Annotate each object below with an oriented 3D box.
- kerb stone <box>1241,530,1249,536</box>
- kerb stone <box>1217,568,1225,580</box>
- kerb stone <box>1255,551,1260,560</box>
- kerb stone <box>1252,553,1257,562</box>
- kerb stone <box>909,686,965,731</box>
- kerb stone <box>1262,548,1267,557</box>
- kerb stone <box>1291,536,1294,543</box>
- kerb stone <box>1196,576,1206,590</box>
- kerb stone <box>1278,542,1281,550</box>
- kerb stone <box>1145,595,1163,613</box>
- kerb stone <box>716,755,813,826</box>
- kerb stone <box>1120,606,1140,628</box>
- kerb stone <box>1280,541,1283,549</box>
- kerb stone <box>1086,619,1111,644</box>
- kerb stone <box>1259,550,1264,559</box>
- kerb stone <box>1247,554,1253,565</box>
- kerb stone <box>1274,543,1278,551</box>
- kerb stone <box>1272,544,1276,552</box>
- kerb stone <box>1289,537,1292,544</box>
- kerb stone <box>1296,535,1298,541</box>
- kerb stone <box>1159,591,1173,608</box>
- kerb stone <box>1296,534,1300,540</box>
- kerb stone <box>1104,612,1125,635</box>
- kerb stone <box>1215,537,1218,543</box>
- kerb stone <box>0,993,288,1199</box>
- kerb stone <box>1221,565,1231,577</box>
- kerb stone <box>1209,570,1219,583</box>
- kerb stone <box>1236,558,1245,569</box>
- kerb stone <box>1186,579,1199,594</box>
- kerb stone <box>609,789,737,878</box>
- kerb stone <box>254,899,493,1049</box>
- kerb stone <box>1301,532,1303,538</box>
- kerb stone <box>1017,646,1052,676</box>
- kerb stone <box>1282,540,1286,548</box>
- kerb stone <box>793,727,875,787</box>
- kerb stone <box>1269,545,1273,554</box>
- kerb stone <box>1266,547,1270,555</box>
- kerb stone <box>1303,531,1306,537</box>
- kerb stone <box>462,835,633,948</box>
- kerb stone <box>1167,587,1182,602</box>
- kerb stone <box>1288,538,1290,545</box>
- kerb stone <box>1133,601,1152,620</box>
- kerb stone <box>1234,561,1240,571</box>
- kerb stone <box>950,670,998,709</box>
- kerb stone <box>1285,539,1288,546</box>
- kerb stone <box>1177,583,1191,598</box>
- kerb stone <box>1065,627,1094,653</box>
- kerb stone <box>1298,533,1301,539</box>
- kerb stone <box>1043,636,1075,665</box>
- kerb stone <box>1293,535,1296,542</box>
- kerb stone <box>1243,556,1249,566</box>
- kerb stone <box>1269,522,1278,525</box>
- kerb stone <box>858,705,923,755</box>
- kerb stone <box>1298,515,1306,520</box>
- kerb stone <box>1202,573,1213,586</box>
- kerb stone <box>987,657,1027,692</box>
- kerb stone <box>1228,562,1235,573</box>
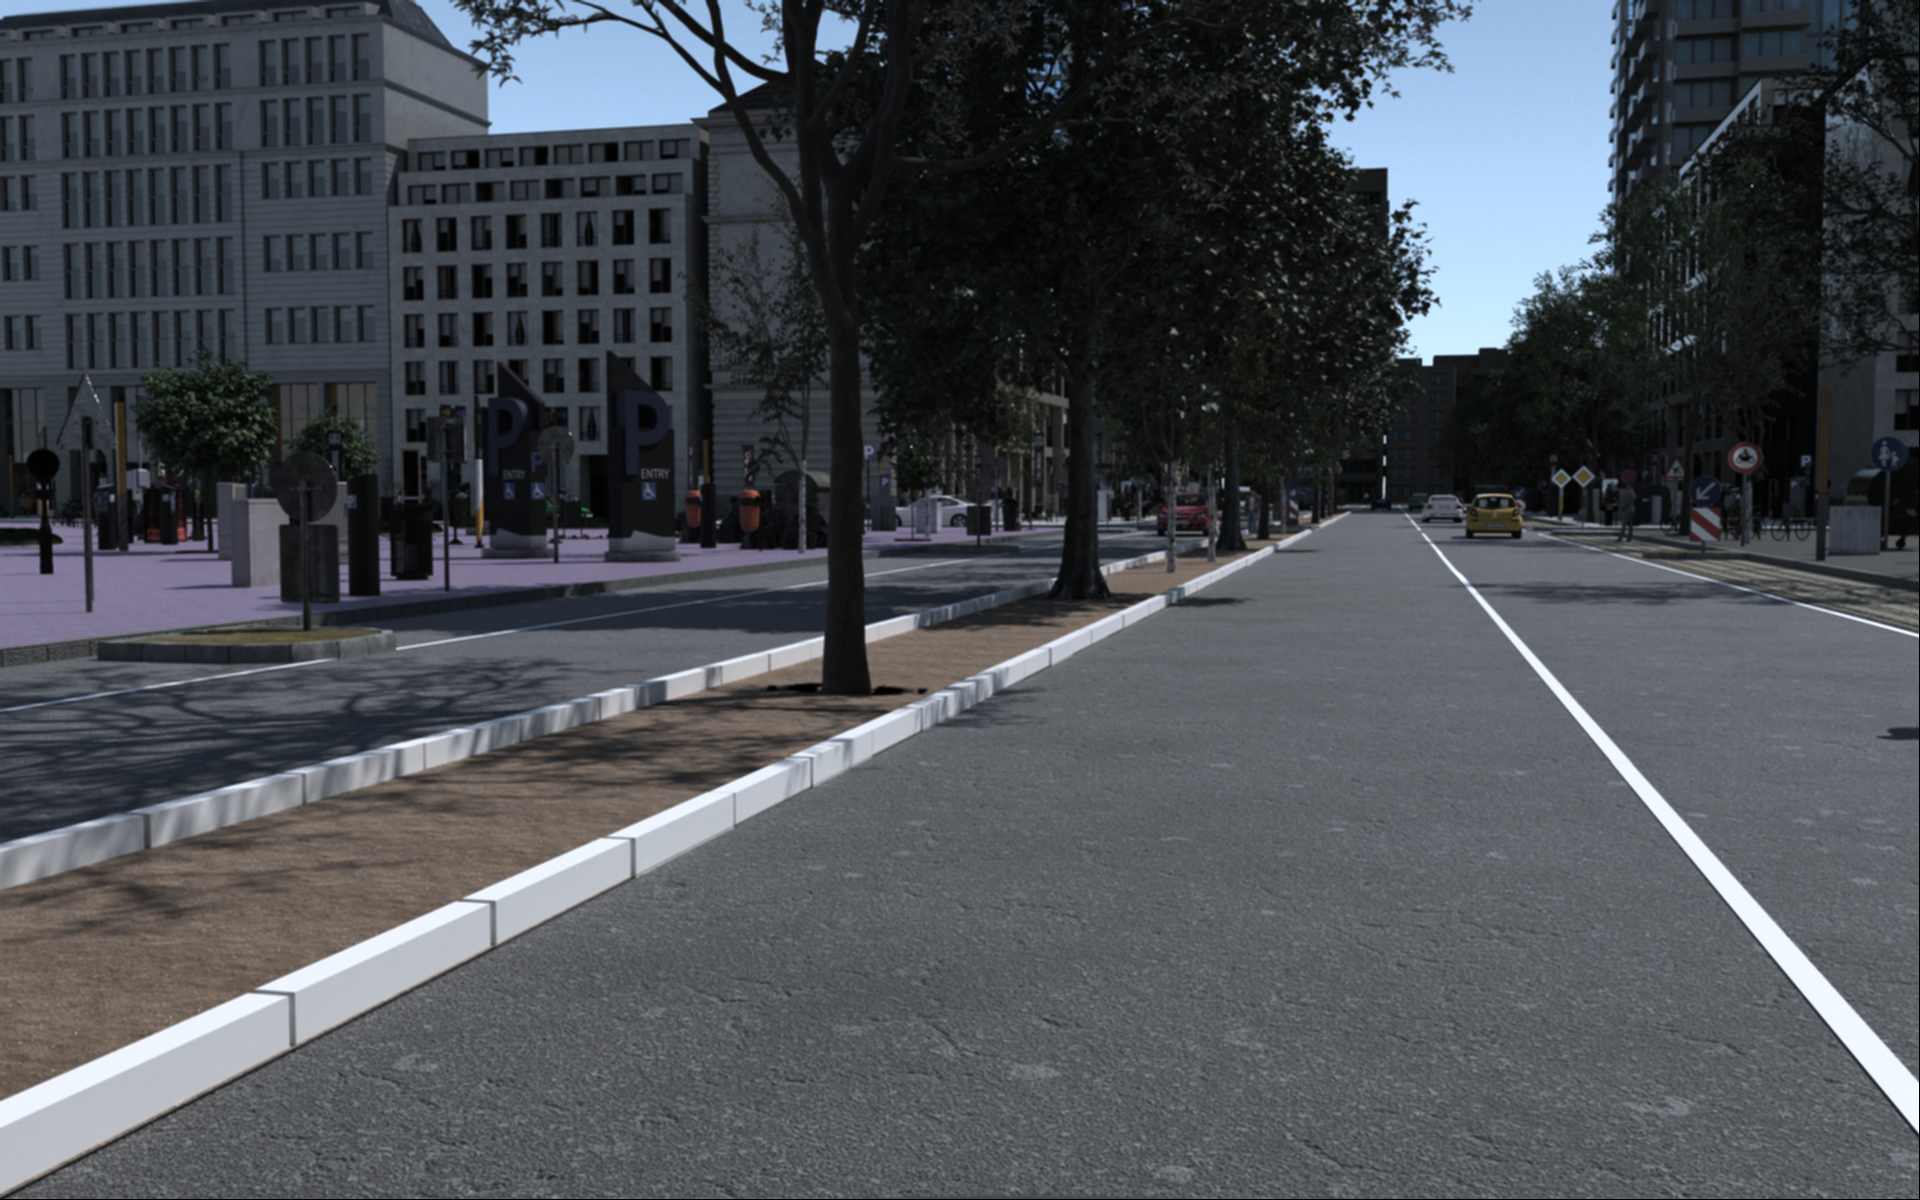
[{"bbox_3d":[10.103,-2.385,61.188,0.120,0.150,1.000,1,4,14],"label":"kerb stone"},{"bbox_3d":[4.267,-0.398,28.860,0.120,0.150,1.000,1,4,14],"label":"kerb stone"},{"bbox_3d":[6.232,-0.894,36.815,0.120,0.150,1.000,1,4,14],"label":"kerb stone"},{"bbox_3d":[5.992,-0.831,35.821,0.120,0.150,1.000,1,4,14],"label":"kerb stone"},{"bbox_3d":[-0.164,0.692,10.942,0.120,0.150,1.000,1,4,14],"label":"kerb stone"},{"bbox_3d":[6.728,-1.016,38.815,0.120,0.150,1.000,1,4,14],"label":"kerb stone"},{"bbox_3d":[9.444,-1.678,49.752,0.120,0.150,1.000,1,4,14],"label":"kerb stone"},{"bbox_3d":[3.530,-0.225,25.872,0.120,0.150,1.000,1,4,14],"label":"kerb stone"},{"bbox_3d":[7.952,-1.321,43.788,0.120,0.150,1.000,1,4,14],"label":"kerb stone"},{"bbox_3d":[2.293,0.080,20.900,0.120,0.150,1.000,1,4,14],"label":"kerb stone"},{"bbox_3d":[-0.906,0.874,7.956,0.120,0.150,1.000,1,4,14],"label":"kerb stone"},{"bbox_3d":[1.805,0.201,18.908,0.120,0.150,1.000,1,4,14],"label":"kerb stone"},{"bbox_3d":[8.208,-1.376,44.786,0.120,0.150,1.000,1,4,14],"label":"kerb stone"},{"bbox_3d":[1.311,0.324,16.919,0.120,0.150,1.000,1,4,14],"label":"kerb stone"},{"bbox_3d":[6.483,-0.950,37.807,0.120,0.150,1.000,1,4,14],"label":"kerb stone"},{"bbox_3d":[5.749,-0.772,34.825,0.120,0.150,1.000,1,4,14],"label":"kerb stone"},{"bbox_3d":[7.712,-1.258,42.795,0.120,0.150,1.000,1,4,14],"label":"kerb stone"},{"bbox_3d":[7.461,-1.198,41.795,0.120,0.150,1.000,1,4,14],"label":"kerb stone"},{"bbox_3d":[9.197,-1.621,48.760,0.120,0.150,1.000,1,4,14],"label":"kerb stone"},{"bbox_3d":[9.931,-1.807,51.758,0.120,0.150,1.000,1,4,14],"label":"kerb stone"},{"bbox_3d":[2.536,0.024,21.896,0.120,0.150,1.000,1,4,14],"label":"kerb stone"},{"bbox_3d":[10.177,-1.868,52.750,0.120,0.150,1.000,1,4,14],"label":"kerb stone"},{"bbox_3d":[1.552,0.264,17.918,0.120,0.150,1.000,1,4,14],"label":"kerb stone"},{"bbox_3d":[7.157,-1.655,49.249,0.120,0.150,1.000,1,4,14],"label":"kerb stone"},{"bbox_3d":[-1.900,1.120,3.975,0.120,0.150,1.000,1,4,14],"label":"kerb stone"},{"bbox_3d":[4.515,-0.464,29.851,0.120,0.150,1.000,1,4,14],"label":"kerb stone"},{"bbox_3d":[4.023,-0.347,27.867,0.120,0.150,1.000,1,4,14],"label":"kerb stone"},{"bbox_3d":[5.251,-0.651,32.839,0.120,0.150,1.000,1,4,14],"label":"kerb stone"},{"bbox_3d":[3.281,-0.164,24.880,0.120,0.150,1.000,1,4,14],"label":"kerb stone"},{"bbox_3d":[-1.149,0.932,6.961,0.120,0.150,1.000,1,4,14],"label":"kerb stone"},{"bbox_3d":[-1.653,1.056,4.967,0.120,0.150,1.000,1,4,14],"label":"kerb stone"},{"bbox_3d":[10.672,-1.991,54.747,0.120,0.150,1.000,1,4,14],"label":"kerb stone"},{"bbox_3d":[0.564,0.508,13.928,0.120,0.150,1.000,1,4,14],"label":"kerb stone"},{"bbox_3d":[8.453,-1.442,45.778,0.120,0.150,1.000,1,4,14],"label":"kerb stone"},{"bbox_3d":[-0.656,0.810,8.951,0.120,0.150,1.000,1,4,14],"label":"kerb stone"},{"bbox_3d":[7.227,-1.138,40.800,0.120,0.150,1.000,1,4,14],"label":"kerb stone"},{"bbox_3d":[6.980,-1.077,39.809,0.120,0.150,1.000,1,4,14],"label":"kerb stone"},{"bbox_3d":[11.159,-2.110,56.738,0.120,0.150,1.000,1,4,14],"label":"kerb stone"},{"bbox_3d":[-1.402,0.993,5.964,0.120,0.150,1.000,1,4,14],"label":"kerb stone"},{"bbox_3d":[2.782,-0.043,22.894,0.120,0.150,1.000,1,4,14],"label":"kerb stone"},{"bbox_3d":[8.951,-1.564,47.768,0.120,0.150,1.000,1,4,14],"label":"kerb stone"},{"bbox_3d":[2.046,0.142,19.901,0.120,0.150,1.000,1,4,14],"label":"kerb stone"},{"bbox_3d":[5.000,-0.584,31.837,0.120,0.150,1.000,1,4,14],"label":"kerb stone"},{"bbox_3d":[0.077,0.628,11.935,0.120,0.150,1.000,1,4,14],"label":"kerb stone"},{"bbox_3d":[8.703,-1.503,46.771,0.120,0.150,1.000,1,4,14],"label":"kerb stone"},{"bbox_3d":[3.033,-0.104,23.889,0.120,0.150,1.000,1,4,14],"label":"kerb stone"},{"bbox_3d":[1.064,0.385,15.927,0.120,0.150,1.000,1,4,14],"label":"kerb stone"},{"bbox_3d":[10.427,-1.928,53.744,0.120,0.150,1.000,1,4,14],"label":"kerb stone"},{"bbox_3d":[0.824,0.445,14.929,0.120,0.150,1.000,1,4,14],"label":"kerb stone"},{"bbox_3d":[9.687,-1.747,50.754,0.120,0.150,1.000,1,4,14],"label":"kerb stone"},{"bbox_3d":[5.491,-0.710,33.833,0.120,0.150,1.000,1,4,14],"label":"kerb stone"},{"bbox_3d":[13.691,-3.265,75.654,0.120,0.150,1.000,1,4,14],"label":"kerb stone"},{"bbox_3d":[-0.416,0.753,9.945,0.120,0.150,1.000,1,4,14],"label":"kerb stone"},{"bbox_3d":[19.863,-4.794,100.576,0.120,0.150,1.000,1,4,14],"label":"kerb stone"},{"bbox_3d":[3.773,-0.286,26.867,0.120,0.150,1.000,1,4,14],"label":"kerb stone"},{"bbox_3d":[0.321,0.567,12.930,0.120,0.150,1.000,1,4,14],"label":"kerb stone"},{"bbox_3d":[4.753,-0.529,30.845,0.120,0.150,1.000,1,4,14],"label":"kerb stone"}]
